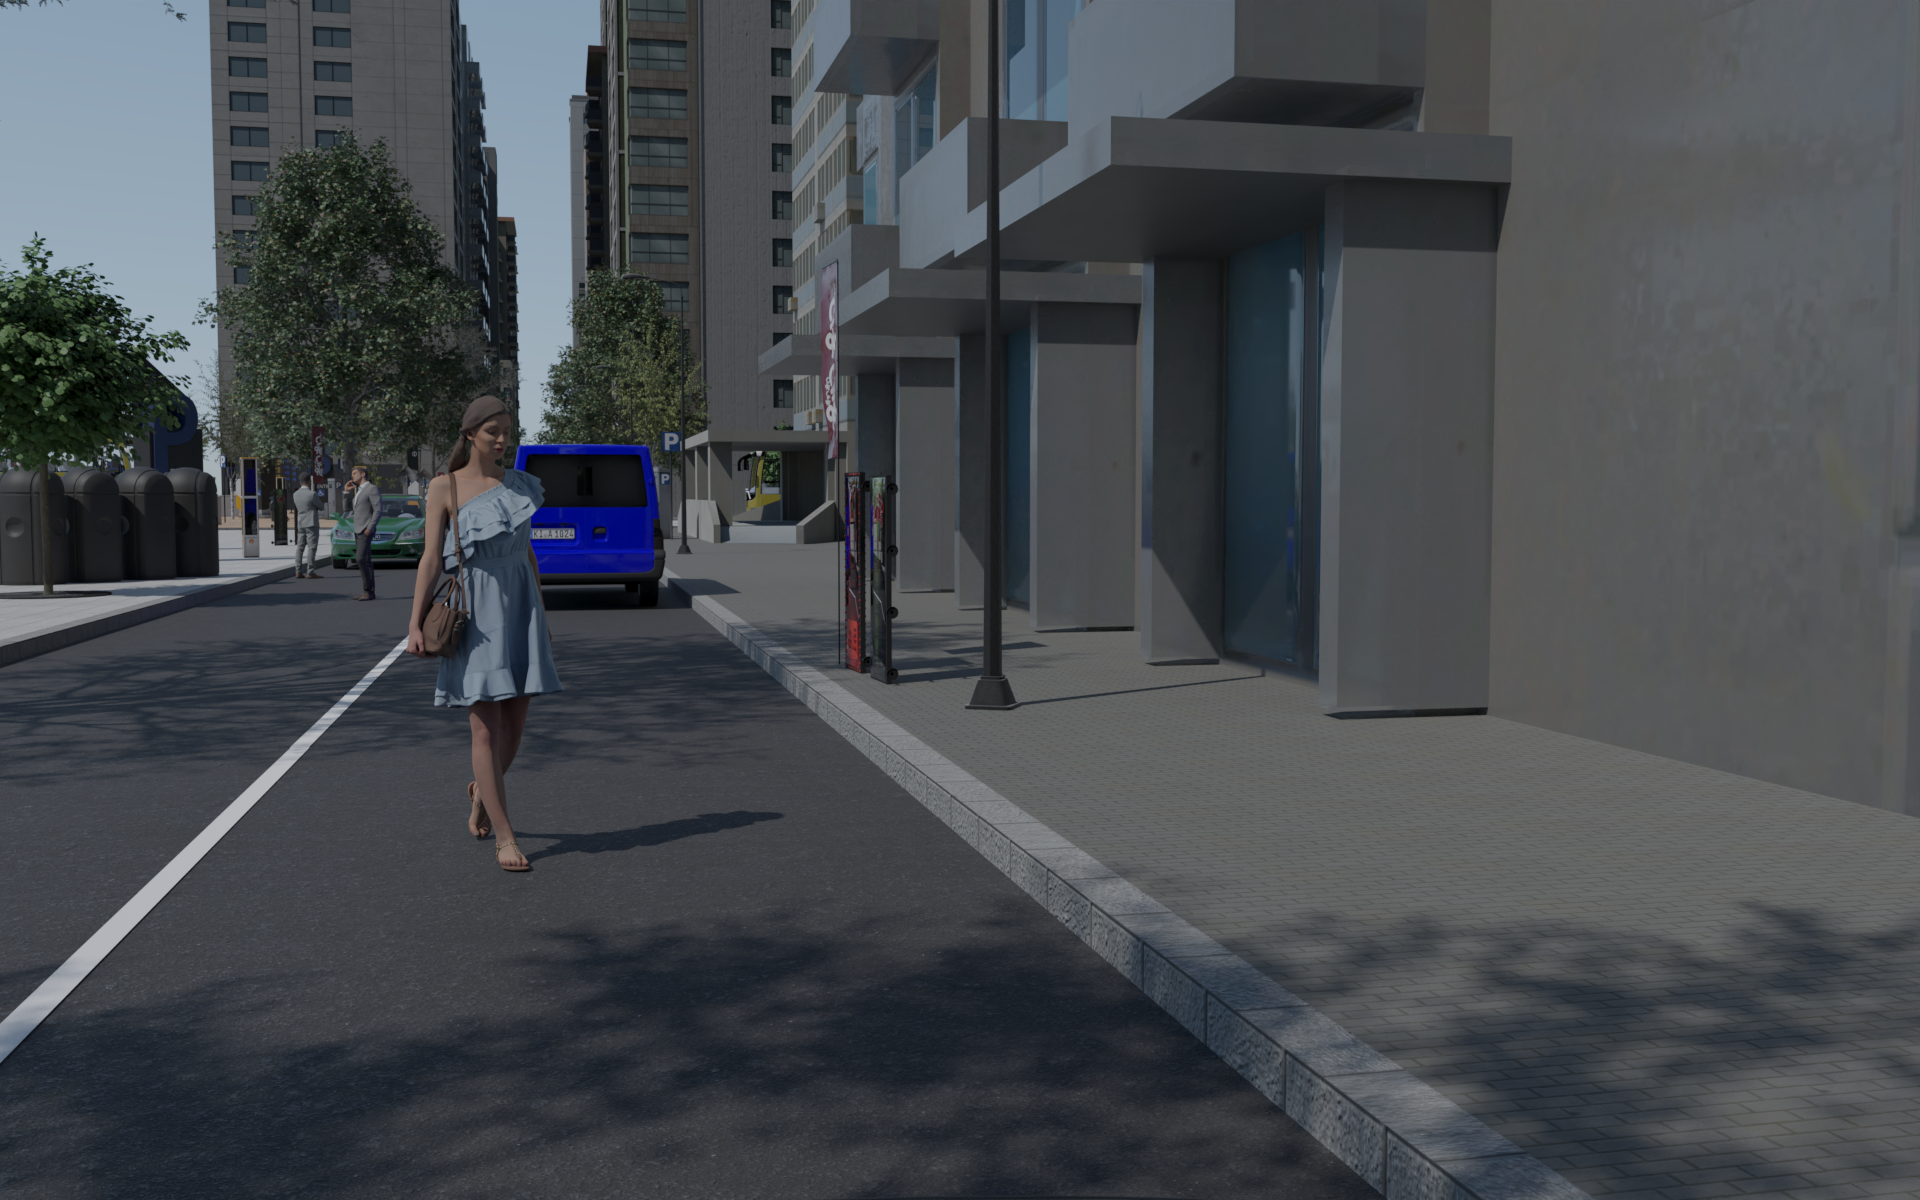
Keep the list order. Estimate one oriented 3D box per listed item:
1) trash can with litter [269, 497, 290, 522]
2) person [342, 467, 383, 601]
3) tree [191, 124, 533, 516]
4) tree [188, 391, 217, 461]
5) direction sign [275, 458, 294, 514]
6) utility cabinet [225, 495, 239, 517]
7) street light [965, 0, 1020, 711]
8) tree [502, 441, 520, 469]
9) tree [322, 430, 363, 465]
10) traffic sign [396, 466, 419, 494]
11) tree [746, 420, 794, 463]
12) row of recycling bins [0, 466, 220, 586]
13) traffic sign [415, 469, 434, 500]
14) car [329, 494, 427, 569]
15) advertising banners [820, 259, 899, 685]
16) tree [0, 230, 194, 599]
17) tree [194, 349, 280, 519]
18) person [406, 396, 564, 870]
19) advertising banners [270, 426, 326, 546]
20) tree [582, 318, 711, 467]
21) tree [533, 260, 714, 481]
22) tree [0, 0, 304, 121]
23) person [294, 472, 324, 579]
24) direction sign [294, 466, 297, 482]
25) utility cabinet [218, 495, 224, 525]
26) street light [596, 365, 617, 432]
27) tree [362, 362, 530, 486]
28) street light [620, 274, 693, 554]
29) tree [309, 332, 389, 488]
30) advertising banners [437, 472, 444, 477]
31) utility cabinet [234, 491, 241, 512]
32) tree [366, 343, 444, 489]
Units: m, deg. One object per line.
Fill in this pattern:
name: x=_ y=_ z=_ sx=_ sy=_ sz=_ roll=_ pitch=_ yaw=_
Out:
trash can with litter: x=-31.590 y=-4.228 z=80.521 sx=1.055 sy=1.170 sz=0.624 roll=2 pitch=4 yaw=28
person: x=-8.079 y=-0.902 z=23.430 sx=0.473 sy=1.802 sz=0.592 roll=-2 pitch=4 yaw=-28
tree: x=-19.171 y=-8.392 z=54.220 sx=9.611 sy=12.733 sz=9.660 roll=0 pitch=3 yaw=0
tree: x=-53.680 y=-10.355 z=119.663 sx=4.737 sy=8.622 sz=4.395 roll=0 pitch=3 yaw=0
direction sign: x=-42.248 y=-7.097 z=108.032 sx=0.876 sy=3.537 sz=0.379 roll=-1 pitch=4 yaw=-9
utility cabinet: x=-41.164 y=-5.284 z=97.548 sx=1.020 sy=1.237 sz=0.306 roll=-2 pitch=4 yaw=-26
street light: x=-0.333 y=-2.299 z=10.122 sx=1.470 sy=5.913 sz=1.316 roll=-1 pitch=4 yaw=-13
tree: x=-54.335 y=-15.835 z=209.264 sx=4.360 sy=8.622 sz=3.978 roll=0 pitch=3 yaw=0
tree: x=-42.277 y=-11.635 z=124.651 sx=8.767 sy=10.594 sz=7.601 roll=-1 pitch=4 yaw=-11
traffic sign: x=-19.532 y=-3.523 z=61.238 sx=0.795 sy=2.450 sz=0.064 roll=-1 pitch=4 yaw=-13
tree: x=-7.808 y=-5.693 z=76.797 sx=4.285 sy=4.588 sz=4.351 roll=0 pitch=3 yaw=0
row of recycling bins: x=-12.551 y=-1.140 z=25.754 sx=1.069 sy=1.692 sz=3.534 roll=2 pitch=4 yaw=25
traffic sign: x=-21.338 y=-3.998 z=69.017 sx=0.795 sy=2.450 sz=0.064 roll=-1 pitch=4 yaw=-13
car: x=-11.492 y=-1.411 z=34.869 sx=2.131 sy=1.459 sz=4.920 roll=-1 pitch=4 yaw=-13
advertising banners: x=-0.754 y=-0.996 z=12.470 sx=0.090 sy=3.025 sz=2.074 roll=-1 pitch=4 yaw=-17
tree: x=-11.550 y=-2.323 z=21.695 sx=4.285 sy=4.588 sz=4.351 roll=0 pitch=3 yaw=0
tree: x=-36.879 y=-8.388 z=87.505 sx=4.360 sy=8.622 sz=3.978 roll=0 pitch=3 yaw=0
person: x=-1.888 y=0.110 z=6.803 sx=0.616 sy=1.811 sz=0.778 roll=-2 pitch=4 yaw=-32
advertising banners: x=-16.692 y=-2.910 z=43.773 sx=0.090 sy=3.025 sz=2.074 roll=1 pitch=4 yaw=19
tree: x=-12.981 y=-7.543 z=73.689 sx=4.737 sy=8.622 sz=4.395 roll=0 pitch=3 yaw=0
tree: x=-16.449 y=-10.272 z=84.947 sx=9.611 sy=12.733 sz=9.660 roll=0 pitch=3 yaw=0
tree: x=-8.672 y=-6.031 z=8.972 sx=12.009 sy=13.543 sz=11.850 roll=0 pitch=3 yaw=0
person: x=-11.047 y=-1.270 z=29.442 sx=0.511 sy=1.800 sz=0.466 roll=1 pitch=4 yaw=11
direction sign: x=-43.731 y=-7.413 z=113.198 sx=0.876 sy=3.537 sz=0.379 roll=1 pitch=4 yaw=16
utility cabinet: x=-31.107 y=-3.702 z=71.686 sx=0.306 sy=1.237 sz=1.020 roll=2 pitch=4 yaw=35
street light: x=-12.452 y=-5.521 z=62.807 sx=1.470 sy=5.913 sz=1.316 roll=-1 pitch=4 yaw=-13
tree: x=-32.760 y=-10.941 z=113.303 sx=8.767 sy=10.594 sz=7.601 roll=1 pitch=4 yaw=18
street light: x=-6.426 y=-3.928 z=36.758 sx=1.470 sy=5.913 sz=1.316 roll=-1 pitch=4 yaw=-13
tree: x=-25.469 y=-7.441 z=72.019 sx=4.737 sy=8.622 sz=4.395 roll=0 pitch=3 yaw=0
advertising banners: x=-40.517 y=-8.667 z=137.898 sx=2.074 sy=3.025 sz=0.090 roll=0 pitch=4 yaw=-7
utility cabinet: x=-49.370 y=-6.756 z=119.140 sx=1.173 sy=1.500 sz=0.318 roll=1 pitch=4 yaw=20
tree: x=-26.234 y=-8.108 z=82.932 sx=4.360 sy=8.622 sz=3.978 roll=0 pitch=3 yaw=0
